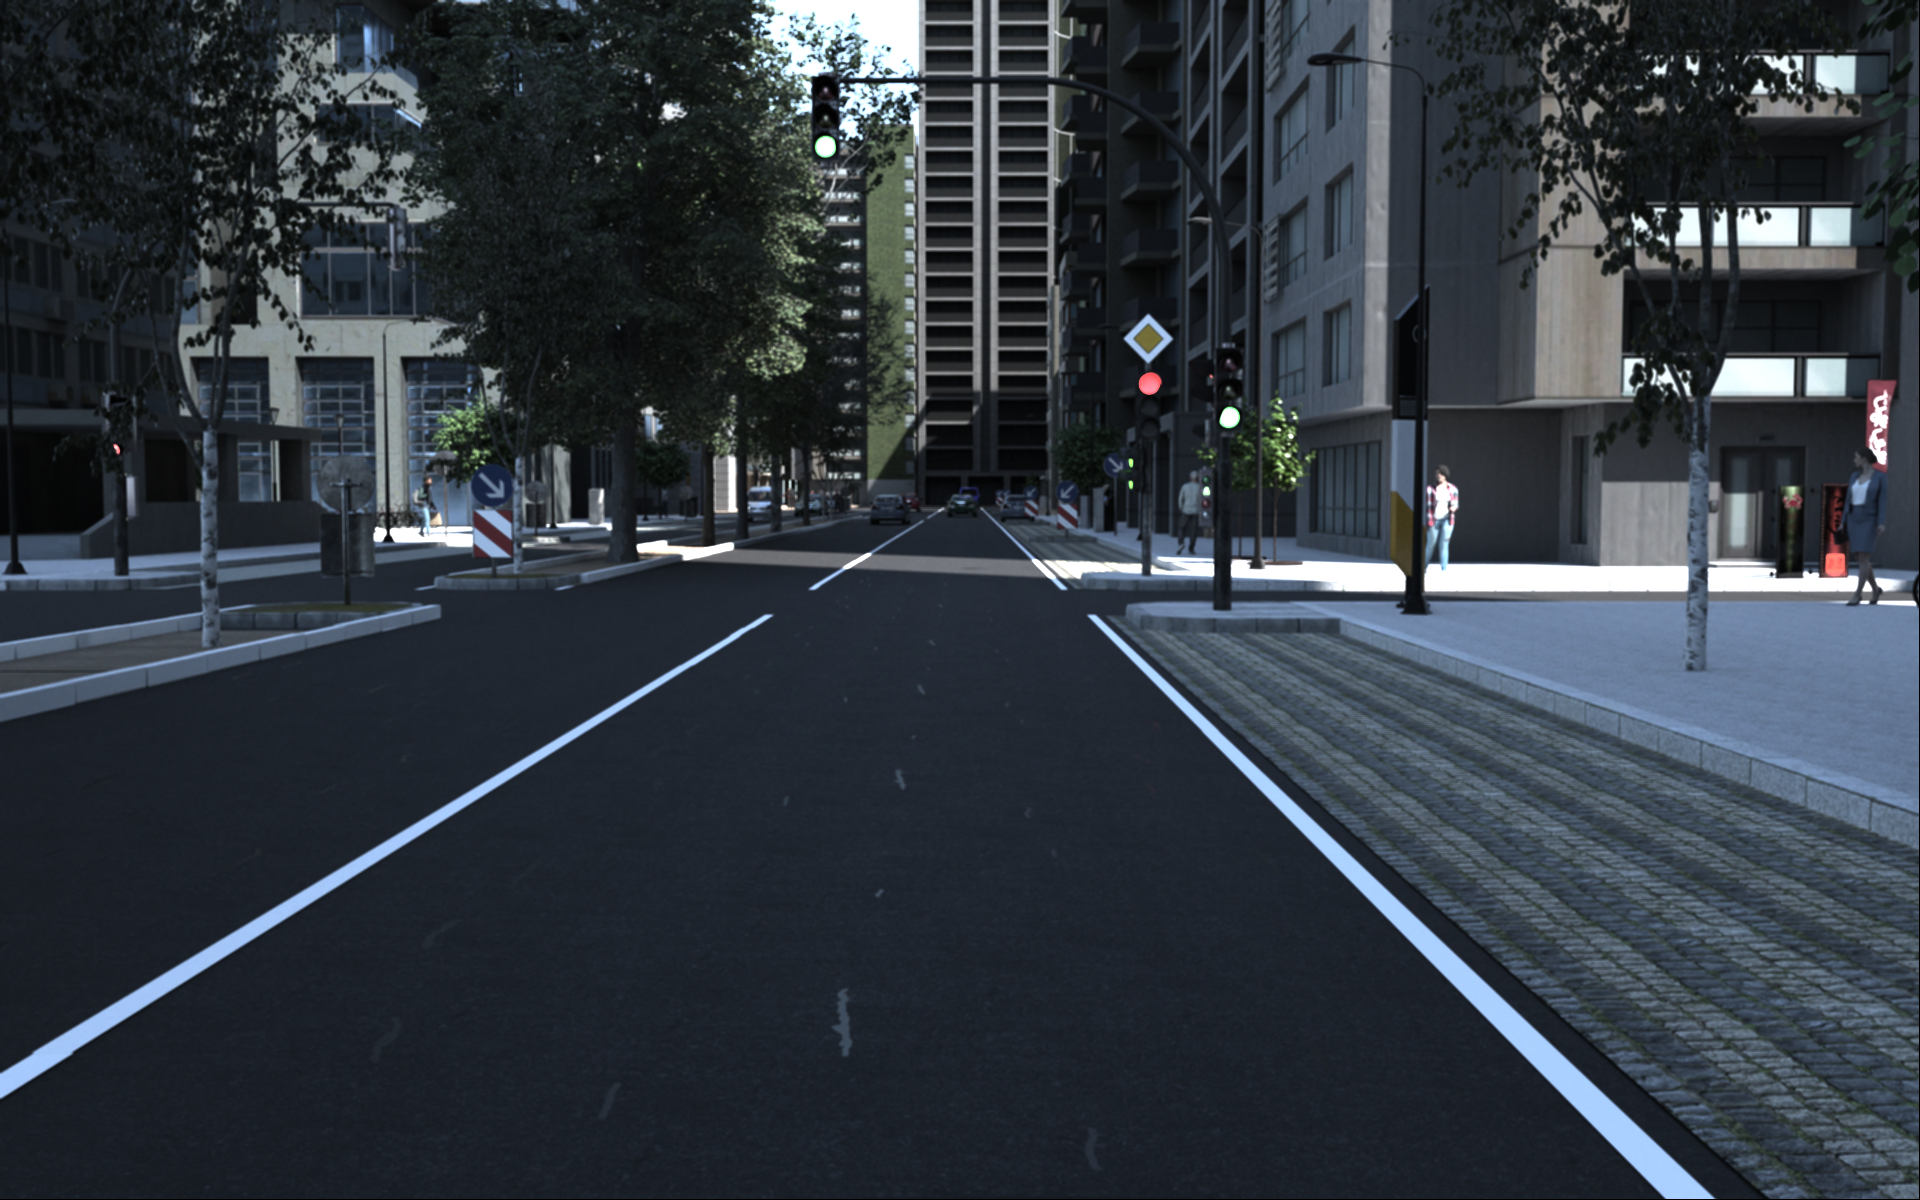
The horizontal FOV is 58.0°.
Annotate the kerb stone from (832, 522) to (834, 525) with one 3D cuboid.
[{"bbox_3d":[-5.841,-3.380,77.450,0.120,0.150,1.000,0,4,0],"label":"kerb stone"}]

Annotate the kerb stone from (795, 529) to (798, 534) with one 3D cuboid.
[{"bbox_3d":[-5.908,-2.376,61.051,0.120,0.150,1.000,0,4,0],"label":"kerb stone"}]

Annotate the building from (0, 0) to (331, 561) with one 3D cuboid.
[{"bbox_3d":[-33.161,-21.276,39.743,32.217,40.220,23.993,0,4,0],"label":"building"}]

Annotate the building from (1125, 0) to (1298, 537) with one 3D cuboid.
[{"bbox_3d":[16.517,-37.643,53.707,20.563,71.187,20.611,0,4,0],"label":"building"}]

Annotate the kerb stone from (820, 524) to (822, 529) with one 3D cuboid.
[{"bbox_3d":[-5.867,-3.003,71.295,0.120,0.150,1.000,0,4,0],"label":"kerb stone"}]

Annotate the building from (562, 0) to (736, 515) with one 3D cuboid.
[{"bbox_3d":[-27.510,-35.072,115.430,21.231,58.520,28.212,0,4,0],"label":"building"}]

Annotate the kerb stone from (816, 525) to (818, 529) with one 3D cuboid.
[{"bbox_3d":[-5.872,-2.874,69.250,0.120,0.150,1.000,0,4,0],"label":"kerb stone"}]

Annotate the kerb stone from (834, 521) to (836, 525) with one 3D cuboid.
[{"bbox_3d":[-5.838,-3.442,78.473,0.120,0.150,1.000,0,4,0],"label":"kerb stone"}]

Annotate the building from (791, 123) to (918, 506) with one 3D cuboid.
[{"bbox_3d":[-11.715,-31.229,194.186,14.086,41.232,14.154,0,4,0],"label":"building"}]

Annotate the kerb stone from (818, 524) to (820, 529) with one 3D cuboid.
[{"bbox_3d":[-5.872,-2.941,70.272,0.120,0.150,1.000,0,4,0],"label":"kerb stone"}]

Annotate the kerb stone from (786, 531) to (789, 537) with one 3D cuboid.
[{"bbox_3d":[-5.916,-2.188,57.982,0.120,0.150,1.000,0,4,0],"label":"kerb stone"}]

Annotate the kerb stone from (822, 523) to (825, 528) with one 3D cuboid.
[{"bbox_3d":[-5.857,-3.066,72.325,0.120,0.150,1.000,0,4,0],"label":"kerb stone"}]

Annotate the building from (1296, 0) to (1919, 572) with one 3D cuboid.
[{"bbox_3d":[14.201,-21.457,34.425,14.086,41.232,14.154,0,4,0],"label":"building"}]

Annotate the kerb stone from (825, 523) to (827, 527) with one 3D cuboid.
[{"bbox_3d":[-5.861,-3.129,73.354,0.120,0.150,1.000,0,4,0],"label":"kerb stone"}]

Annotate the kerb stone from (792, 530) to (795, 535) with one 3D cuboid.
[{"bbox_3d":[-5.904,-2.314,60.029,0.120,0.150,1.000,0,4,0],"label":"kerb stone"}]

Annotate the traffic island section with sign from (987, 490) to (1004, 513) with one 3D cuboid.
[{"bbox_3d":[3.457,-9.050,156.602,1.989,1.847,2.006,0,4,0],"label":"traffic island section with sign"}]

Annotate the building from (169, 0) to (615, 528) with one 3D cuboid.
[{"bbox_3d":[-28.347,-46.870,78.996,22.319,86.520,31.000,0,4,0],"label":"building"}]

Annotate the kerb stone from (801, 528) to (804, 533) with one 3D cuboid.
[{"bbox_3d":[-5.897,-2.502,63.096,0.120,0.150,1.000,0,4,0],"label":"kerb stone"}]

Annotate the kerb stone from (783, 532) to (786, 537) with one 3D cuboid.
[{"bbox_3d":[-5.919,-2.126,56.955,0.120,0.150,1.000,0,4,0],"label":"kerb stone"}]

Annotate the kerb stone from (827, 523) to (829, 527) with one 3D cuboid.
[{"bbox_3d":[-5.854,-3.192,74.377,0.120,0.150,1.000,0,4,0],"label":"kerb stone"}]

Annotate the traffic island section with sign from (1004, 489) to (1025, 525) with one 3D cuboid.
[{"bbox_3d":[3.153,-4.371,80.097,1.989,1.847,2.006,0,4,0],"label":"traffic island section with sign"}]

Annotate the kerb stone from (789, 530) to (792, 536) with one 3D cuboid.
[{"bbox_3d":[-5.904,-2.251,59.006,0.120,0.150,1.000,0,4,0],"label":"kerb stone"}]

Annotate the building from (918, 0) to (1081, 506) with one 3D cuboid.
[{"bbox_3d":[5.732,-46.419,197.199,20.611,71.187,20.563,0,4,0],"label":"building"}]

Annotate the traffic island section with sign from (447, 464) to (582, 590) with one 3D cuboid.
[{"bbox_3d":[-7.071,-1.145,26.860,2.006,1.907,1.989,0,4,0],"label":"traffic island section with sign"}]

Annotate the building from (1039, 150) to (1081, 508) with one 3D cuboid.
[{"bbox_3d":[23.931,-28.860,163.735,32.217,40.220,23.993,0,4,0],"label":"building"}]

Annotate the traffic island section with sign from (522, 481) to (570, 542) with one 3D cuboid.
[{"bbox_3d":[-12.773,-2.642,51.830,1.989,1.847,2.006,0,4,0],"label":"traffic island section with sign"}]

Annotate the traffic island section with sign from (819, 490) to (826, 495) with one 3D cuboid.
[{"bbox_3d":[-12.365,-9.010,155.945,1.989,1.847,2.006,0,4,0],"label":"traffic island section with sign"}]

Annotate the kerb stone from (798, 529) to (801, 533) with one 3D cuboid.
[{"bbox_3d":[-5.896,-2.439,62.073,0.120,0.150,1.000,0,4,0],"label":"kerb stone"}]

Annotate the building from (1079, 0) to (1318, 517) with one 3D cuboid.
[{"bbox_3d":[14.879,-26.365,114.668,14.154,41.232,14.086,0,4,0],"label":"building"}]

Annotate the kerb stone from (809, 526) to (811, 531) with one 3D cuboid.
[{"bbox_3d":[-5.885,-2.689,66.163,0.120,0.150,1.000,0,4,0],"label":"kerb stone"}]

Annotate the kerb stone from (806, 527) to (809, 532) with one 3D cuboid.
[{"bbox_3d":[-5.885,-2.618,65.141,0.120,0.150,1.000,0,4,0],"label":"kerb stone"}]

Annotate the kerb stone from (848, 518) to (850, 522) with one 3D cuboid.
[{"bbox_3d":[-5.807,-4.007,87.707,0.120,0.150,1.000,0,4,0],"label":"kerb stone"}]

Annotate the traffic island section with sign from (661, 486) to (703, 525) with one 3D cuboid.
[{"bbox_3d":[-12.657,-4.359,79.898,1.989,1.847,2.006,0,4,0],"label":"traffic island section with sign"}]

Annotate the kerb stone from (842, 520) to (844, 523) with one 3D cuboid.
[{"bbox_3d":[-5.808,-3.755,83.598,0.120,0.150,1.000,0,4,0],"label":"kerb stone"}]

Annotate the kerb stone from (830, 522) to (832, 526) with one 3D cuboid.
[{"bbox_3d":[-5.846,-3.317,76.428,0.120,0.150,1.000,0,4,0],"label":"kerb stone"}]

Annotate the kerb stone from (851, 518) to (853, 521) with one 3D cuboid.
[{"bbox_3d":[-5.791,-4.129,89.758,0.120,0.150,1.000,0,4,0],"label":"kerb stone"}]

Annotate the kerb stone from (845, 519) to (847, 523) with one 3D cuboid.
[{"bbox_3d":[-5.805,-3.881,85.653,0.120,0.150,1.000,0,4,0],"label":"kerb stone"}]

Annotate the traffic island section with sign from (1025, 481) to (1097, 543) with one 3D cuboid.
[{"bbox_3d":[3.051,-2.638,51.759,1.989,1.847,2.006,0,4,0],"label":"traffic island section with sign"}]

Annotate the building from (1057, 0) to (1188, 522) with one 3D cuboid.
[{"bbox_3d":[16.426,-26.457,87.192,22.147,44.769,28.867,0,4,0],"label":"building"}]

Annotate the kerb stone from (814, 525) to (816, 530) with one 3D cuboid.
[{"bbox_3d":[-5.874,-2.814,68.223,0.120,0.150,1.000,0,4,0],"label":"kerb stone"}]

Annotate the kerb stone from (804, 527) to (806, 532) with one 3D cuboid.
[{"bbox_3d":[-5.887,-2.552,64.119,0.120,0.150,1.000,0,4,0],"label":"kerb stone"}]

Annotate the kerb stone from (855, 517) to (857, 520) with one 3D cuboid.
[{"bbox_3d":[-5.774,-4.320,92.831,0.120,0.150,1.000,0,4,0],"label":"kerb stone"}]

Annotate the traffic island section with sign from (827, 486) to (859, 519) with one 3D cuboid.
[{"bbox_3d":[-6.787,-5.741,101.998,2.006,1.907,1.989,0,4,0],"label":"traffic island section with sign"}]

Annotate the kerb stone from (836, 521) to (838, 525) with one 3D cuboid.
[{"bbox_3d":[-5.831,-3.500,79.495,0.120,0.150,1.000,0,4,0],"label":"kerb stone"}]

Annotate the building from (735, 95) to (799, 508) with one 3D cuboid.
[{"bbox_3d":[-28.847,-28.635,160.059,23.993,40.220,32.217,0,4,0],"label":"building"}]

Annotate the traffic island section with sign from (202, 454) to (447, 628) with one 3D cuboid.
[{"bbox_3d":[-7.110,-0.692,19.453,2.006,1.907,1.989,0,4,0],"label":"traffic island section with sign"}]

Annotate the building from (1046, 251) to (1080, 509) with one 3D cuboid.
[{"bbox_3d":[21.391,-17.913,137.919,27.650,21.520,28.899,0,4,0],"label":"building"}]

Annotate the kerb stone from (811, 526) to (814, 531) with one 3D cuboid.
[{"bbox_3d":[-5.874,-2.747,67.189,0.120,0.150,1.000,0,4,0],"label":"kerb stone"}]

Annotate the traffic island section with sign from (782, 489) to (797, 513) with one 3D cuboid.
[{"bbox_3d":[-12.468,-7.362,128.990,1.989,1.847,2.006,0,4,0],"label":"traffic island section with sign"}]

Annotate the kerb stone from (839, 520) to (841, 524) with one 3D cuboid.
[{"bbox_3d":[-5.831,-3.625,81.553,0.120,0.150,1.000,0,4,0],"label":"kerb stone"}]
